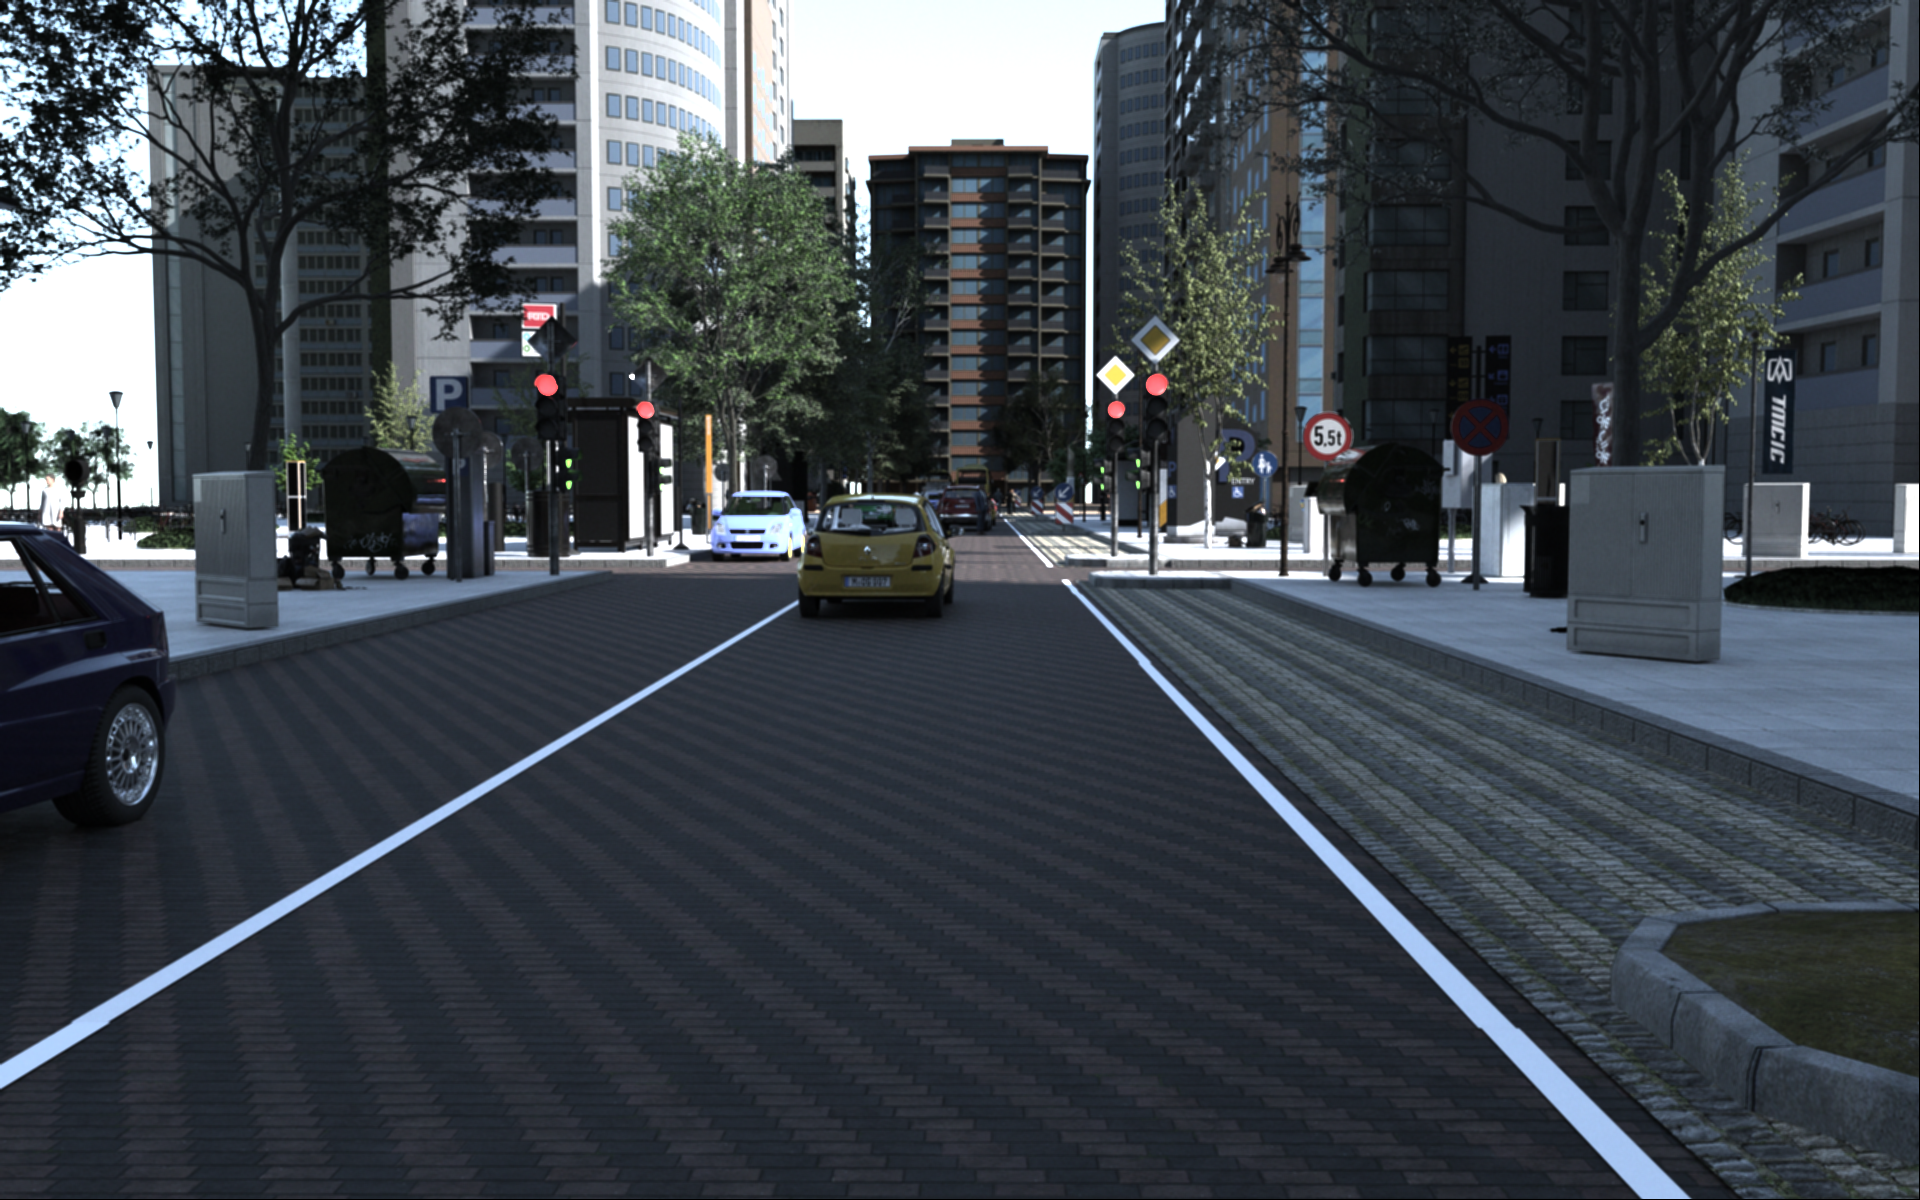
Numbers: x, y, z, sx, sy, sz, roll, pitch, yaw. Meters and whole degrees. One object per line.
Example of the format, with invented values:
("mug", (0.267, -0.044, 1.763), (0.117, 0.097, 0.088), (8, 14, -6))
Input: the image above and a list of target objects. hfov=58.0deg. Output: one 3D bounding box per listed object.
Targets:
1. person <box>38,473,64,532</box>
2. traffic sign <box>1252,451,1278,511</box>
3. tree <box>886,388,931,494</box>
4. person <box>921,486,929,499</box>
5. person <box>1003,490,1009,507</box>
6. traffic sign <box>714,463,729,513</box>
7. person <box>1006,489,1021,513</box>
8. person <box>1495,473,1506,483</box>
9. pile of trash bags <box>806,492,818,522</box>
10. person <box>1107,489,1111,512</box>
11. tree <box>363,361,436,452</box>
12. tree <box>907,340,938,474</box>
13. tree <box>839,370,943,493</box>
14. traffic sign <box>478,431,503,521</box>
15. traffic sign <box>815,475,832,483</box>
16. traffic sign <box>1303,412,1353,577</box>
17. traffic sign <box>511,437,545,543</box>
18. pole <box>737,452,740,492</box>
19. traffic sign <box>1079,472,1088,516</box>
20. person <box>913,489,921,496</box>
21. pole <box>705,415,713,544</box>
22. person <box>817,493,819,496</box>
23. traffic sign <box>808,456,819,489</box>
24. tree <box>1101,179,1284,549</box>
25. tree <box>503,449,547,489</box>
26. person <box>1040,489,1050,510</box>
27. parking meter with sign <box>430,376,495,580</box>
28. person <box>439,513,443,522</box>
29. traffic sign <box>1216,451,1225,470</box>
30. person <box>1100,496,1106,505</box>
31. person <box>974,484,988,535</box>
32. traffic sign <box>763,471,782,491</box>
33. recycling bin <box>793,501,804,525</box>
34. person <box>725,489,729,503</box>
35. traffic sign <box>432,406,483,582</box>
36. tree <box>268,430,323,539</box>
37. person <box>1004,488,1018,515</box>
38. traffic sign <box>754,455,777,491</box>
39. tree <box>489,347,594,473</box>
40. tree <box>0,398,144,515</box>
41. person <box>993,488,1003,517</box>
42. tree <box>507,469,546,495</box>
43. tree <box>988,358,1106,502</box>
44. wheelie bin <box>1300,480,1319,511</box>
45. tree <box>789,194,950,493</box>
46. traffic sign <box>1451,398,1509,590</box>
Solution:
("person", (-19.889, -1.900, 37.865), (0.760, 1.731, 0.466), (3, 4, 38))
("traffic sign", (8.992, -3.123, 51.164), (0.768, 2.556, 0.104), (0, 4, 3))
("tree", (-5.952, -16.915, 186.928), (12.009, 13.543, 11.850), (0, 3, 0))
("person", (-1.907, -5.203, 93.446), (0.514, 1.842, 0.818), (1, 4, 16))
("person", (4.755, -9.981, 171.701), (1.348, 1.823, 0.705), (-1, 4, -21))
("traffic sign", (-9.658, -4.314, 70.644), (0.768, 2.556, 0.104), (1, 4, 9))
("person", (3.864, -7.277, 127.485), (1.348, 1.823, 0.705), (0, 4, 2))
("person", (13.248, -2.224, 42.592), (0.709, 1.800, 0.728), (-2, 4, -30))
("pile of trash bags", (-7.676, -4.251, 79.258), (1.912, 1.369, 3.447), (2, 4, 32))
("person", (10.671, -7.070, 123.107), (0.415, 1.643, 0.593), (1, 4, 21))
("tree", (-30.663, -8.875, 95.461), (4.737, 8.622, 4.395), (0, 3, 0))
("tree", (-6.478, -14.129, 137.658), (9.857, 13.997, 8.962), (0, 3, 0))
("tree", (-6.331, -14.483, 153.797), (9.611, 12.733, 9.660), (0, 3, 0))
("traffic sign", (-9.632, -2.140, 35.089), (0.768, 2.556, 0.104), (0, 4, 5))
("traffic sign", (-6.844, -5.310, 86.819), (0.884, 2.594, 0.081), (0, 4, 7))
("traffic sign", (5.694, -1.638, 26.890), (0.768, 2.556, 0.104), (0, 4, 5))
("traffic sign", (-9.645, -2.356, 38.629), (0.768, 2.556, 0.104), (0, 4, 3))
("pole", (-9.261, -4.780, 71.993), (0.158, 3.312, 0.155), (0, 3, 0))
("traffic sign", (7.141, -6.269, 102.496), (0.884, 2.594, 0.081), (0, 4, 8))
("person", (-3.379, -7.665, 133.805), (1.348, 1.826, 0.705), (0, 4, 2))
("pole", (-6.457, -3.099, 44.518), (0.158, 3.312, 0.155), (0, 3, 0))
("person", (-10.468, -7.730, 132.510), (1.350, 1.814, 0.705), (-1, 4, -20))
("traffic sign", (-8.571, -5.968, 91.457), (2.265, 3.308, 0.079), (0, 4, 2))
("tree", (5.613, -5.483, 40.008), (4.737, 8.622, 4.395), (0, 3, 0))
("tree", (-26.066, -7.395, 104.625), (4.285, 4.588, 4.351), (0, 3, 0))
("person", (6.767, -8.262, 141.833), (1.217, 1.736, 0.721), (1, 4, 13))
("parking meter with sign", (-7.564, -1.851, 26.520), (0.543, 3.016, 1.738), (0, 4, -1))
("person", (-17.020, -2.938, 56.676), (0.503, 1.515, 0.523), (1, 4, 10))
("traffic sign", (6.884, -2.909, 47.298), (0.795, 2.593, 0.064), (0, 4, 1))
("person", (12.300, -8.557, 149.146), (0.628, 1.438, 0.799), (-3, 4, -38))
("person", (0.749, -3.220, 61.334), (0.419, 1.800, 0.721), (3, 4, 36))
("traffic sign", (-7.448, -4.169, 68.162), (0.884, 2.594, 0.081), (0, 4, 7))
("recycling bin", (-6.407, -3.290, 66.337), (0.722, 1.027, 0.722), (-2, 4, -24))
("person", (-12.122, -5.240, 91.674), (0.622, 1.834, 0.822), (-2, 4, -33))
("traffic sign", (-7.317, -1.536, 25.212), (0.768, 2.556, 0.104), (0, 4, 6))
("tree", (-19.442, -3.405, 50.272), (1.663, 3.219, 1.824), (0, 3, 0))
("person", (3.443, -6.738, 118.690), (0.705, 1.821, 1.348), (-3, 5, -44))
("traffic sign", (-6.345, -3.452, 56.544), (0.768, 2.556, 0.104), (0, 4, 6))
("tree", (-18.358, -7.732, 76.779), (4.737, 8.622, 4.395), (0, 3, 0))
("tree", (-56.991, -8.447, 101.021), (11.467, 7.101, 20.602), (0, 4, 1))
("person", (2.408, -6.199, 110.026), (0.661, 1.801, 0.590), (0, 4, -3))
("tree", (-18.259, -4.781, 72.765), (1.663, 3.219, 1.824), (0, 3, 0))
("tree", (6.583, -11.256, 118.446), (8.767, 10.594, 7.601), (-1, 4, -11))
("wheelie bin", (8.414, -1.977, 40.224), (0.980, 1.594, 0.693), (-1, 4, -14))
("tree", (-7.053, -15.696, 112.523), (12.611, 20.169, 13.585), (0, 3, 0))
("traffic sign", (6.917, -1.408, 23.124), (0.768, 2.556, 0.104), (0, 4, 4))
